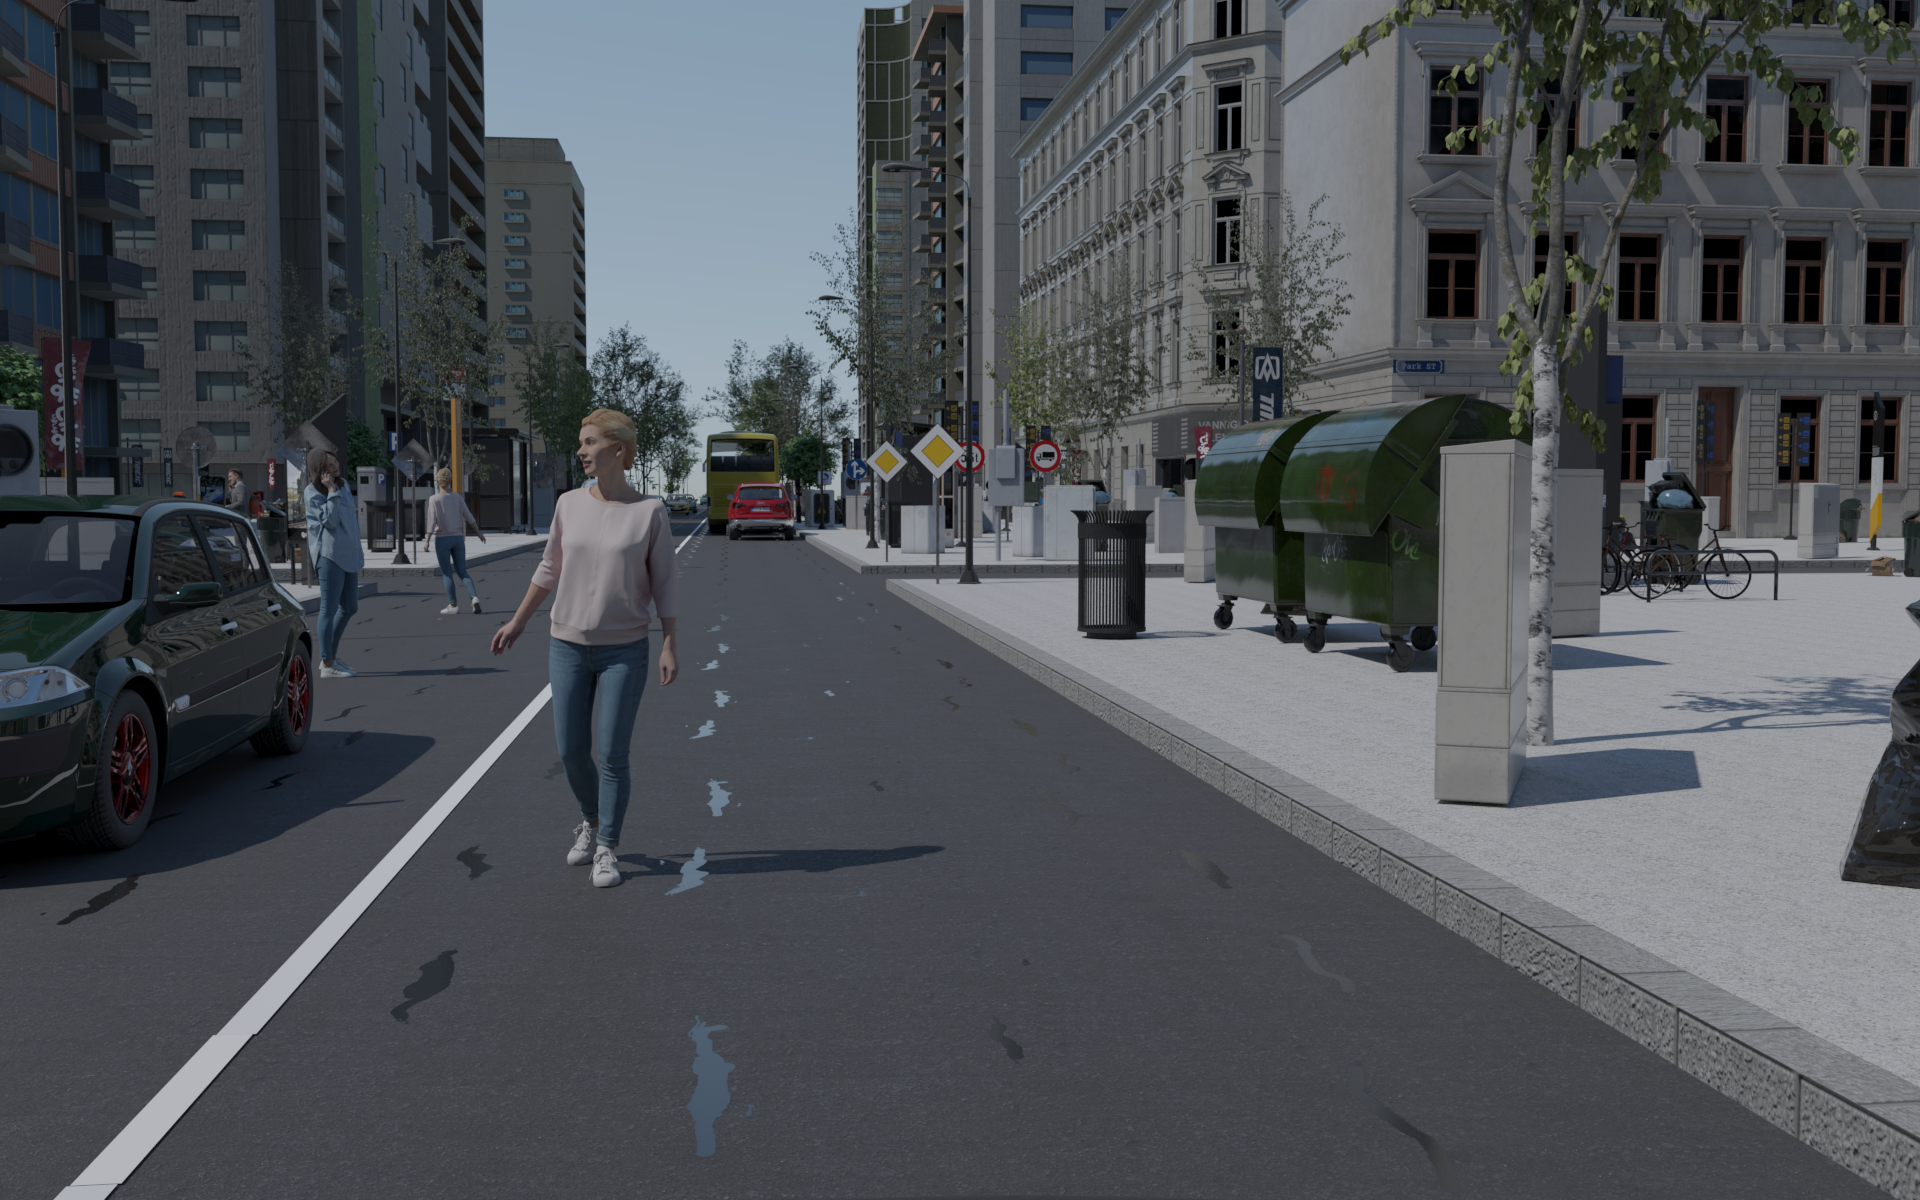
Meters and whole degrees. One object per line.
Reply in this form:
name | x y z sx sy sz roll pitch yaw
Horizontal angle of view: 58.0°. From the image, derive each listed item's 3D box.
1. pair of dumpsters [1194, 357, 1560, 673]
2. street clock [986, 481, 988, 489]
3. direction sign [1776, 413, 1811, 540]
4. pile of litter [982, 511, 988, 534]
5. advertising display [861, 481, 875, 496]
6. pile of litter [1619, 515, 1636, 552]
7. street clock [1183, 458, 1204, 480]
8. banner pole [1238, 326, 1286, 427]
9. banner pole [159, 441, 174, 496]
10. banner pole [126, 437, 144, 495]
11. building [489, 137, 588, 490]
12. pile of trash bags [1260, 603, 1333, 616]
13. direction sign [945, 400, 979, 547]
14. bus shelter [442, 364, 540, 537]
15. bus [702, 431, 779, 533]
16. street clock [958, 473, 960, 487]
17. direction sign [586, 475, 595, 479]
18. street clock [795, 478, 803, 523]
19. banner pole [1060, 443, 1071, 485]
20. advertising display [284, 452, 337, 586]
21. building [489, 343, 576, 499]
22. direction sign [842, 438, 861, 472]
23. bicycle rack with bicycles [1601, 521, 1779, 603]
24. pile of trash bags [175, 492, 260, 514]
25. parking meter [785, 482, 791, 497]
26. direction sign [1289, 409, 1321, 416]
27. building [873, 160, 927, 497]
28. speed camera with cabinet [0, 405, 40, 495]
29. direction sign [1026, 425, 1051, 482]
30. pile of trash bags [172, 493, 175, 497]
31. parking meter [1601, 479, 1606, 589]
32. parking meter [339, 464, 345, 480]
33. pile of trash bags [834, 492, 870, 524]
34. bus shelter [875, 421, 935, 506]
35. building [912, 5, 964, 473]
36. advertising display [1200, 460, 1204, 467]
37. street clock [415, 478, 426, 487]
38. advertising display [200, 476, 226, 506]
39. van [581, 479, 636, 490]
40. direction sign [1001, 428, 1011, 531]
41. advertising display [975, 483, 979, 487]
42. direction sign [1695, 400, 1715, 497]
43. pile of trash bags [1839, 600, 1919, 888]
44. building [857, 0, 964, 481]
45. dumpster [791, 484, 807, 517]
pair of dumpsters | 3.301 -0.730 14.432 1.574 2.255 4.437 0 4 -8
street clock | 1.647 -5.532 95.022 0.471 2.002 0.358 3 5 41
direction sign | 23.301 -3.455 48.485 0.876 3.537 0.379 0 4 4
pile of litter | 0.307 -2.613 56.684 1.176 0.858 1.719 0 4 -4
advertising display | -4.612 -5.065 88.031 0.974 1.923 0.123 1 4 13
pile of litter | 14.410 -1.514 38.724 1.719 0.858 1.176 -2 4 -24
street clock | 4.707 -1.836 34.596 0.471 2.002 0.358 3 5 43
banner pole | 4.448 -2.200 25.987 0.863 3.779 0.401 0 4 -6
banner pole | -37.672 -5.634 82.131 0.401 3.779 0.863 2 4 32
banner pole | -36.596 -5.305 76.746 0.863 3.779 0.401 -3 5 -42
building | -63.047 -37.573 238.012 21.300 48.544 21.600 0 4 -8
pile of trash bags | 4.706 -0.598 19.535 1.912 1.369 3.447 2 4 28
direction sign | 0.044 -3.062 42.053 0.876 3.537 0.379 -1 4 -20
bus shelter | -15.222 -4.805 56.193 2.179 5.291 8.768 0 4 -8
bus | -8.454 -4.585 66.512 2.896 3.916 12.252 -1 4 -8
street clock | -0.136 -3.362 59.538 0.358 2.002 0.471 -1 4 -15
direction sign | -16.314 -5.220 77.348 0.876 3.537 0.379 1 4 18
street clock | -7.121 -4.405 76.599 0.358 2.002 0.471 0 4 8
banner pole | 5.221 -5.838 85.461 0.863 3.779 0.401 3 5 44
advertising display | -9.082 -1.164 24.253 0.974 1.923 0.123 2 4 32
building | -62.795 -22.532 213.445 27.650 21.520 28.899 0 4 -8
direction sign | -4.372 -4.769 69.976 0.876 3.537 0.379 -2 4 -33
bicycle rack with bicycles | 8.591 -0.503 21.604 2.925 0.926 2.852 -1 4 -13
pile of trash bags | -29.423 -3.664 69.665 1.912 1.369 3.447 1 4 17
parking meter | -8.627 -4.966 86.897 0.255 1.863 0.399 0 4 -6
direction sign | 9.224 -3.327 46.400 0.876 3.537 0.379 0 4 -6
building | -3.955 -32.533 215.506 14.154 41.232 14.086 0 4 -8
speed camera with cabinet | -21.763 -2.813 40.323 0.660 3.252 2.038 2 4 32
direction sign | 2.579 -3.985 57.158 0.876 3.537 0.379 -1 4 -18
pile of trash bags | -34.192 -4.236 79.007 3.447 1.369 1.912 0 4 -2
parking meter | 8.595 -0.929 23.605 0.372 1.533 0.369 0 3 0
parking meter | -12.105 -1.713 33.726 0.255 1.863 0.399 -1 4 -19
pile of trash bags | -4.584 -4.017 75.425 1.912 1.369 3.447 1 4 20
bus shelter | -1.853 -4.055 57.576 1.731 3.624 6.357 0 4 -8
building | 7.320 -30.734 157.122 22.147 44.769 28.867 0 4 -8
advertising display | 4.881 -1.710 33.170 0.123 1.923 0.974 3 4 38
street clock | -24.328 -4.500 78.147 0.471 2.002 0.358 -2 4 -26
advertising display | -27.373 -3.563 63.475 0.974 1.923 0.123 1 4 12
van | -9.219 -2.339 45.259 2.013 2.044 4.112 0 4 -8
direction sign | 1.596 -4.157 59.966 0.379 3.537 0.876 -1 4 -19
advertising display | 0.599 -5.593 96.659 0.974 1.923 0.123 0 4 2
direction sign | 18.072 -3.063 42.073 0.876 3.537 0.379 -3 5 -41
pile of trash bags | 4.397 0.290 5.006 1.912 1.369 3.447 -2 4 -29
building | -6.395 -50.019 256.064 20.563 71.187 20.611 0 4 -8
dumpster | -8.955 -5.442 94.737 1.264 1.857 1.865 0 4 -8
